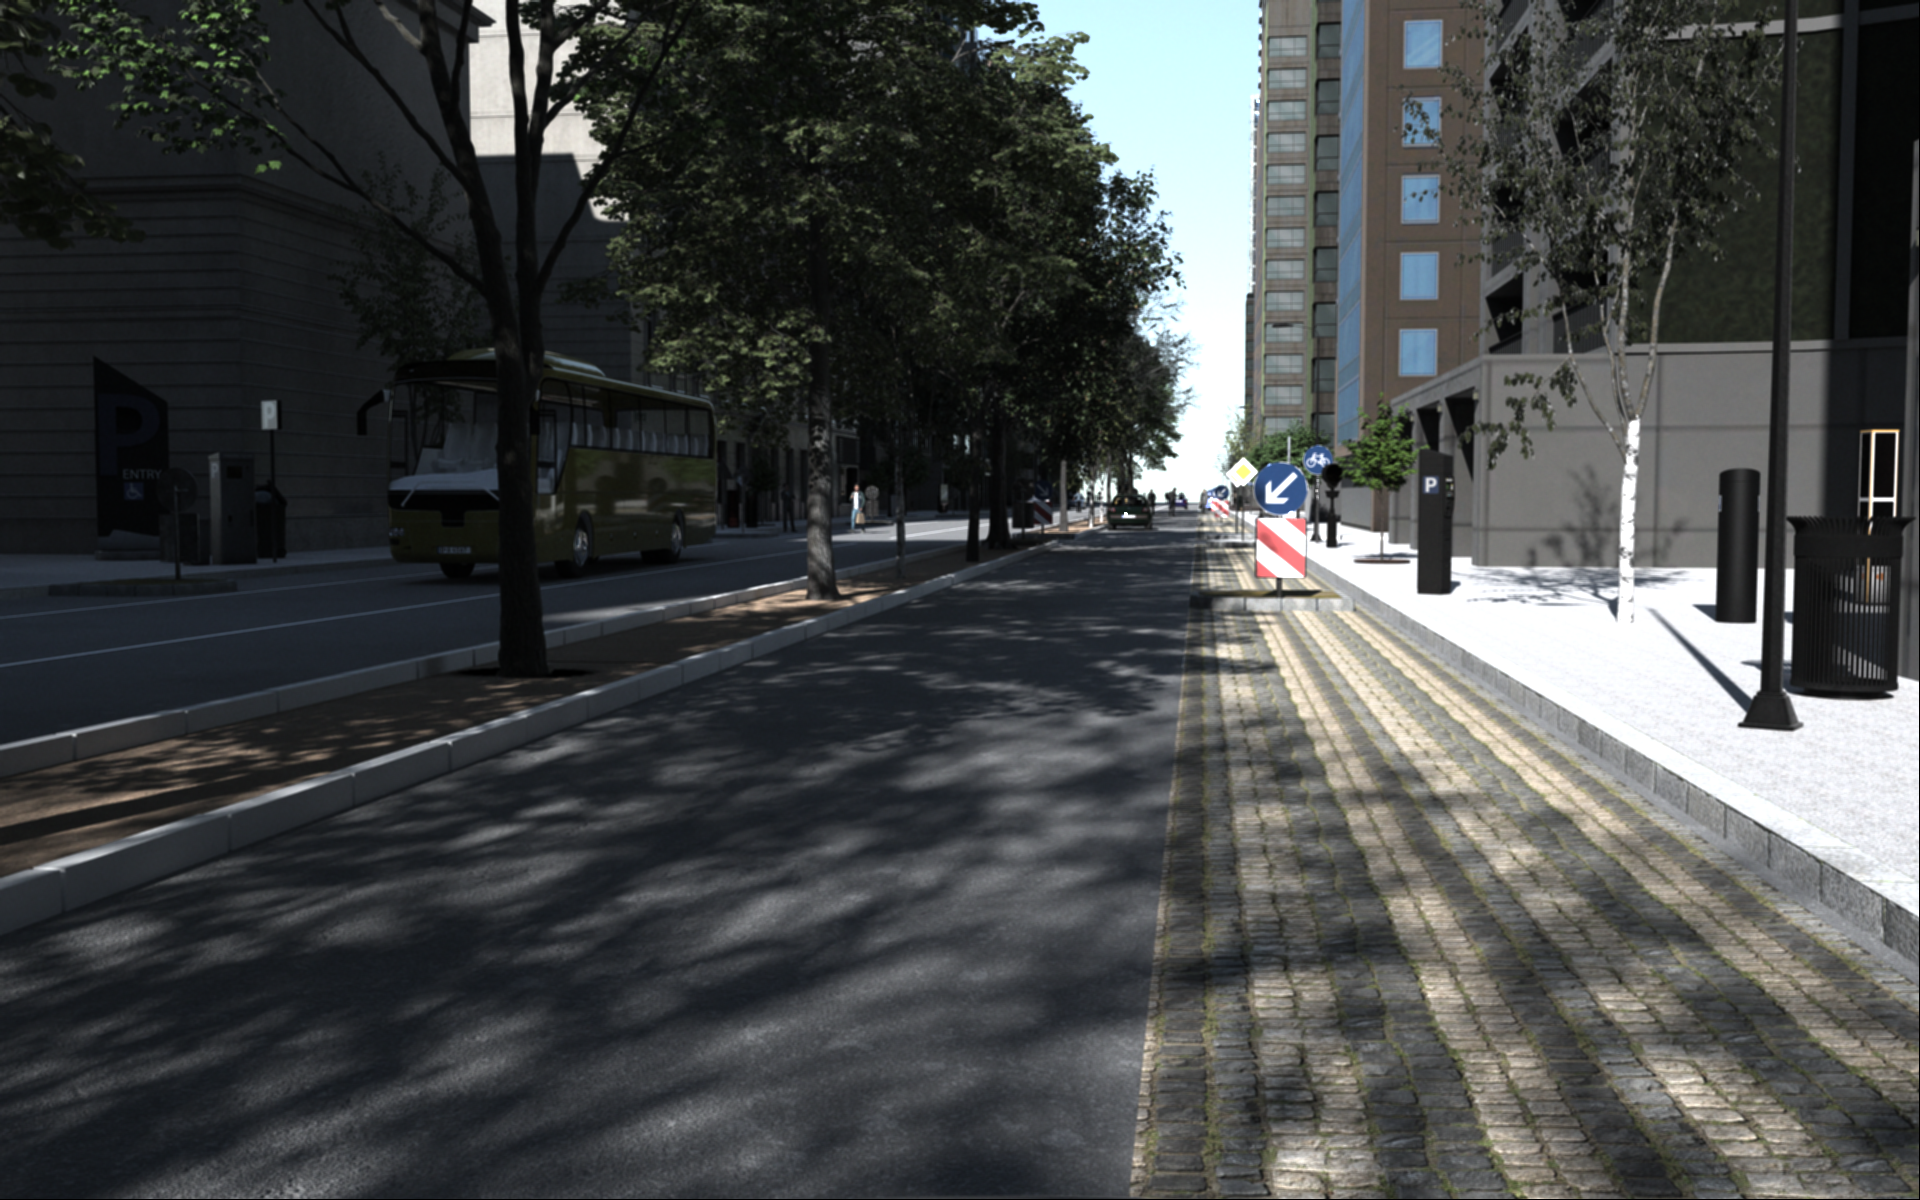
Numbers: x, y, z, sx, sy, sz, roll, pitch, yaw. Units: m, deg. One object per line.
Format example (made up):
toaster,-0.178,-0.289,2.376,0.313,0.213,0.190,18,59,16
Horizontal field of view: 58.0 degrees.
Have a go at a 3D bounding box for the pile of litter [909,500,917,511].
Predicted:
pile of litter,-3.866,-7.107,130.169,1.176,0.858,1.719,-2,4,-29

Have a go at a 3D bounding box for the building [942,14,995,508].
building,-8.288,-33.678,170.236,23.786,49.044,30.456,0,4,8

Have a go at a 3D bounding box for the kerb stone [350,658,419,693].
kerb stone,-4.306,0.573,12.830,0.120,0.150,1.000,0,4,8

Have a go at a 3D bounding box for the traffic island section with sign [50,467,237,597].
traffic island section with sign,-11.708,-1.012,25.177,1.989,1.847,2.006,0,4,8

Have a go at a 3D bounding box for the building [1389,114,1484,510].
building,40.300,-45.074,175.217,20.563,71.187,20.611,0,4,8

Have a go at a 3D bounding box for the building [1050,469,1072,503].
building,4.462,-43.069,246.170,21.231,58.520,28.212,0,4,8

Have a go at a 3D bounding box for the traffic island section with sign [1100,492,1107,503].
traffic island section with sign,21.452,-15.648,264.475,1.989,1.847,2.006,0,4,8

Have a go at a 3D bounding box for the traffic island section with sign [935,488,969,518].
traffic island section with sign,-0.406,-6.001,106.748,1.989,1.847,2.006,0,4,8

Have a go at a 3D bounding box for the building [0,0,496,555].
building,-25.535,-12.296,42.846,24.055,21.916,13.314,0,4,8

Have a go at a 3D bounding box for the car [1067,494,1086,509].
car,10.937,-9.279,163.710,2.014,1.417,4.499,0,4,8

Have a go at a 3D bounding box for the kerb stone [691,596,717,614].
kerb stone,-3.170,0.076,20.947,0.120,0.150,1.000,0,4,8

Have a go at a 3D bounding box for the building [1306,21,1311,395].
building,33.419,-34.894,112.515,21.231,58.520,28.212,0,4,8

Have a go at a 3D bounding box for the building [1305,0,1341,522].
building,24.129,-19.160,84.969,14.160,30.474,14.107,0,4,8

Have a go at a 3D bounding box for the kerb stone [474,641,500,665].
kerb stone,-4.009,0.451,14.855,0.120,0.150,1.000,0,4,8

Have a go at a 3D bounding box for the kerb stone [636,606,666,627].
kerb stone,-3.456,0.200,18.923,0.120,0.150,1.000,0,4,8

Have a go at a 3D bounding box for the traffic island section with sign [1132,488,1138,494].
traffic island section with sign,13.037,-7.470,130.263,2.006,1.907,1.989,0,4,8

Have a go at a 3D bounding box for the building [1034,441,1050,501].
building,4.193,-27.730,225.084,14.160,30.474,14.107,0,4,8

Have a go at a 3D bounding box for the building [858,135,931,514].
building,-10.668,-19.712,115.792,14.314,27.812,24.014,0,4,8

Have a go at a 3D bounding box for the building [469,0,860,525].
building,-16.292,-18.680,81.834,17.030,29.872,44.131,0,4,8

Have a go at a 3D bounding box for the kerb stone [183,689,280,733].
kerb stone,-4.576,0.702,10.790,0.120,0.150,1.000,0,4,8

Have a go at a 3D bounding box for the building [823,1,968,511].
building,-10.068,-43.110,143.094,20.563,71.187,20.611,0,4,8

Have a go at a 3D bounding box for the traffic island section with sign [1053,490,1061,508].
traffic island section with sign,10.214,-10.688,183.372,1.989,1.847,2.006,0,4,8

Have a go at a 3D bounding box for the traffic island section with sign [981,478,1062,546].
traffic island section with sign,1.702,-2.468,48.496,2.006,1.907,1.989,0,4,8

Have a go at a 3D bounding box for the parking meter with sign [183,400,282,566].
parking meter with sign,-13.311,-2.163,31.632,0.543,3.016,1.738,3,4,38

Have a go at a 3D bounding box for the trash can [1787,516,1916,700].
trash can,5.609,0.042,10.967,0.748,1.137,0.748,0,3,0

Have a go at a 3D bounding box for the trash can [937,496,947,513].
trash can,-1.229,-6.568,119.035,0.748,1.137,0.748,0,3,0

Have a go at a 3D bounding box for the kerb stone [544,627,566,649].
kerb stone,-3.871,0.387,15.868,0.120,0.150,1.000,0,4,8

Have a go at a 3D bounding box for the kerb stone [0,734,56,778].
kerb stone,-4.864,0.824,8.758,0.120,0.150,1.000,0,4,8

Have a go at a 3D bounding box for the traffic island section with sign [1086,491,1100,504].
traffic island section with sign,17.751,-14.015,237.774,1.989,1.847,2.006,0,4,8

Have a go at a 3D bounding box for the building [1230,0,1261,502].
building,53.802,-58.448,268.299,22.319,86.520,31.000,0,4,8

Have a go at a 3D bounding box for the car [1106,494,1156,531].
car,6.821,-3.644,69.368,2.009,1.686,4.222,0,4,7

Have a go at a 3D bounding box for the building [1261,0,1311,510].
building,32.494,-28.243,145.366,14.154,41.232,14.086,0,4,8

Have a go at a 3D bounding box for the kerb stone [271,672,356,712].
kerb stone,-4.434,0.635,11.808,0.120,0.150,1.000,0,4,8

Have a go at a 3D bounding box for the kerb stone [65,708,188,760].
kerb stone,-4.717,0.760,9.769,0.120,0.150,1.000,0,4,8

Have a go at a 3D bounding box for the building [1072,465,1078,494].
building,7.123,-39.603,271.204,21.300,48.544,21.600,0,4,8

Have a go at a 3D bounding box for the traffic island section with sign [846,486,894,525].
traffic island section with sign,-4.110,-4.368,80.048,1.989,1.847,2.006,0,4,8

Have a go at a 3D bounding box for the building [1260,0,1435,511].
building,34.668,-31.140,159.246,14.600,45.320,14.200,0,4,8

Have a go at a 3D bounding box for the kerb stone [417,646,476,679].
kerb stone,-4.158,0.511,13.843,0.120,0.150,1.000,0,4,8

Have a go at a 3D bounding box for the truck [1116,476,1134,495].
truck,26.326,-17.564,276.089,2.839,4.237,11.283,0,4,6

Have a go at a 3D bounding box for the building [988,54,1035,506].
building,-3.133,-34.989,195.766,21.300,48.544,21.600,0,4,8

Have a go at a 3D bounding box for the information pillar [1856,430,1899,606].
information pillar,10.551,-0.944,19.932,0.304,2.012,0.304,0,4,3

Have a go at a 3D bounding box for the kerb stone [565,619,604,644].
kerb stone,-3.727,0.326,16.888,0.120,0.150,1.000,0,4,8

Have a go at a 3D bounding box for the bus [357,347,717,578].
bus,-7.297,-2.522,32.781,2.896,3.916,12.252,0,4,6

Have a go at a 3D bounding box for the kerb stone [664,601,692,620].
kerb stone,-3.314,0.138,19.935,0.120,0.150,1.000,0,4,8

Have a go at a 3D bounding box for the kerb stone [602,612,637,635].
kerb stone,-3.581,0.263,17.900,0.120,0.150,1.000,0,4,8

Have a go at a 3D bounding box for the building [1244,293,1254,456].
building,47.745,-29.110,247.642,14.160,30.474,14.107,0,4,8

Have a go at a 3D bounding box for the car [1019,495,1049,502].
car,5.173,-6.531,119.148,2.083,1.381,4.827,0,4,8

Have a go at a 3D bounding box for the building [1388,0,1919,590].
building,19.878,-36.283,31.474,20.563,71.187,20.611,0,4,8

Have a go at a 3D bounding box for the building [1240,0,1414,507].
building,47.871,-48.328,228.418,20.563,71.187,20.611,0,4,8

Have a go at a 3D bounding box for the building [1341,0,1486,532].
building,21.408,-25.212,62.321,14.200,45.320,14.600,0,4,8

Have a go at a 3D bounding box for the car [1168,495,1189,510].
car,20.378,-9.118,161.658,1.945,1.354,3.894,0,4,8

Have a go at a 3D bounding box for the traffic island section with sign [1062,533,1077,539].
traffic island section with sign,2.729,-2.917,55.832,2.006,1.907,1.989,0,4,8

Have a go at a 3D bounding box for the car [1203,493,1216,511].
car,22.039,-8.641,150.866,1.945,1.707,3.694,1,4,8

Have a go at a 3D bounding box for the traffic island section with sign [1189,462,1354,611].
traffic island section with sign,3.937,-0.822,22.067,1.989,1.847,2.006,0,4,8
